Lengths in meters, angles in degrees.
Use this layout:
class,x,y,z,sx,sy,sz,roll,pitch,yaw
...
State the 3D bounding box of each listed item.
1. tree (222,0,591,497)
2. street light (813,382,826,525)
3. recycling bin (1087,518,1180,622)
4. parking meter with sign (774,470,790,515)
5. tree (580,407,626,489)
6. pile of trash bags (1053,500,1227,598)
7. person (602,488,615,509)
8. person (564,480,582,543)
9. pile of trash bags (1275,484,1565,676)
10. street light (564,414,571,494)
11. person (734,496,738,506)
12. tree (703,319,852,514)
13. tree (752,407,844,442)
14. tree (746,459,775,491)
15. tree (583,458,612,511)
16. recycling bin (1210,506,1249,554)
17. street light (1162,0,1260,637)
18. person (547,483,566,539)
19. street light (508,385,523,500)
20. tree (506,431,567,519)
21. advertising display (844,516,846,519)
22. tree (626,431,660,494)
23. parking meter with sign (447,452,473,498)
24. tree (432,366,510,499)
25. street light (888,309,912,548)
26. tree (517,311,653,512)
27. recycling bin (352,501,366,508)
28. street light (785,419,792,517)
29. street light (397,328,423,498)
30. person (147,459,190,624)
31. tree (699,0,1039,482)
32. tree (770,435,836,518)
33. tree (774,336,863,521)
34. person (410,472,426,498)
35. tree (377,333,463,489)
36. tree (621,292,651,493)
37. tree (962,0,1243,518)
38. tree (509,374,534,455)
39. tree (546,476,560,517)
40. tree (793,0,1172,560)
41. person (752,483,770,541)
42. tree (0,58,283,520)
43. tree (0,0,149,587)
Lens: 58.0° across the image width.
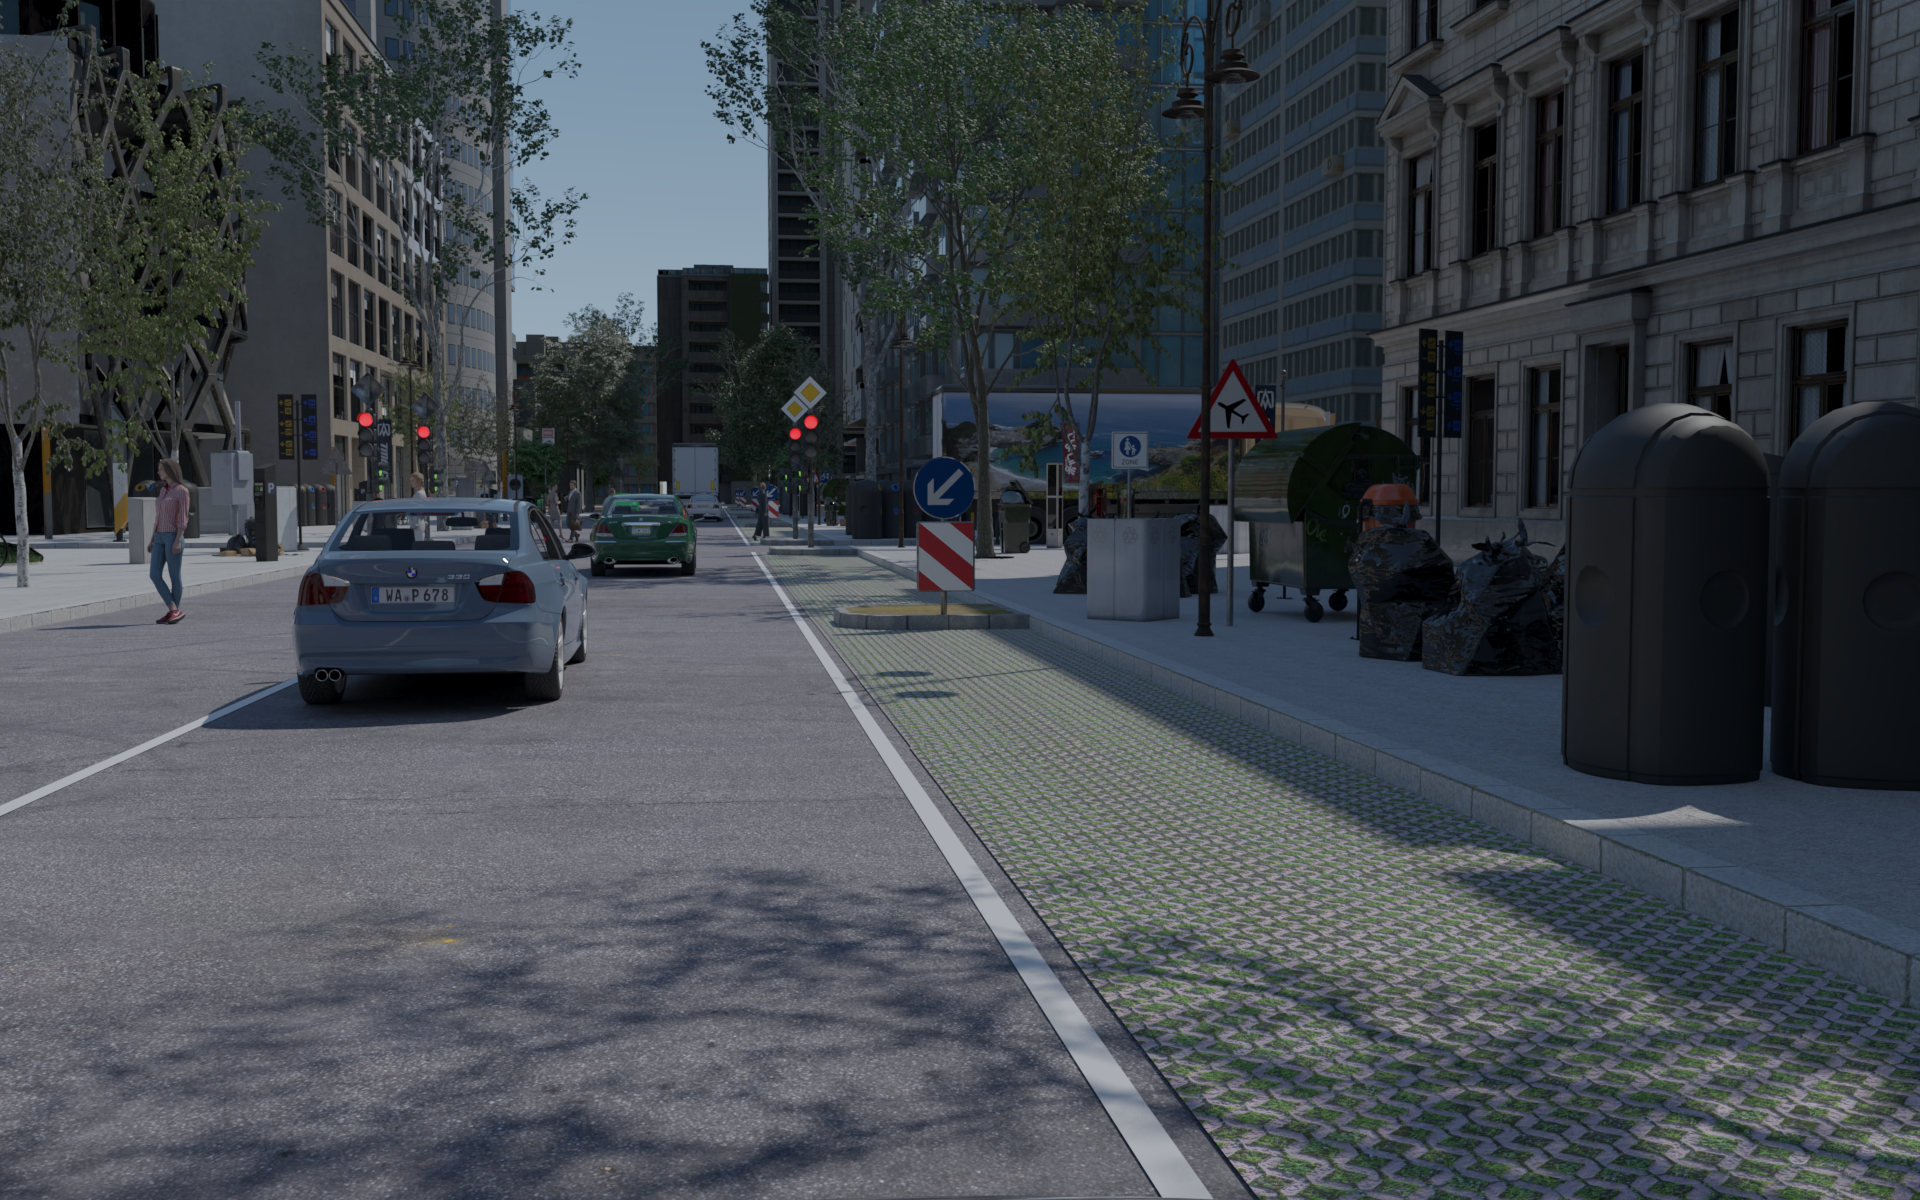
class,x,y,z,sx,sy,sz,roll,pitch,yaw
tree,-18.536,-12.346,57.749,12.611,20.169,13.585,0,3,0
street light,-5.814,-6.033,71.431,0.468,5.910,1.993,0,4,-8
recycling bin,1.788,-0.322,17.819,0.722,1.027,0.722,3,4,38
parking meter with sign,-10.602,-6.763,106.833,1.738,3.016,0.543,0,4,-3
tree,-29.722,-11.955,145.829,4.360,8.622,3.978,0,3,0
pile of trash bags,2.806,-0.748,21.987,3.447,1.369,1.912,3,5,44
person,-9.845,-2.359,48.885,0.330,1.601,0.589,-3,5,-40
person,-11.344,-2.596,50.905,0.622,1.834,0.822,2,4,26
pile of trash bags,4.013,-0.254,13.900,1.912,1.369,3.447,-1,4,-11
street light,-22.601,-7.771,99.840,0.468,5.910,1.993,0,4,-8
person,-24.744,-11.237,192.737,0.721,1.766,1.217,2,4,29
tree,-11.744,-12.040,113.862,9.611,12.733,9.660,0,3,0
tree,-12.757,-11.967,130.076,7.601,10.594,8.767,1,4,20
tree,-21.673,-14.463,186.828,4.737,8.622,4.395,0,3,0
tree,-28.097,-9.105,132.578,4.285,4.588,4.351,0,3,0
recycling bin,5.850,-1.518,37.379,0.722,1.027,0.722,3,4,37
street light,2.208,-2.612,15.490,0.468,5.910,1.993,0,4,-8
person,-12.794,-2.815,54.868,0.599,1.781,0.374,3,5,41
street light,-18.896,-6.172,73.694,0.468,5.910,1.993,0,4,-8
tree,-22.178,-6.514,90.210,4.285,4.588,4.351,0,3,0
advertising display,-5.611,-4.898,85.288,0.123,1.923,0.974,-1,4,-13
tree,-36.397,-15.124,197.635,4.737,8.622,4.395,0,3,0
parking meter with sign,-20.559,-4.630,71.969,1.738,3.016,0.543,-3,4,-37
tree,-28.056,-9.092,99.022,4.360,8.622,3.978,0,3,0
street light,-1.402,-4.188,41.264,0.468,5.910,1.993,0,4,-8
tree,-26.303,-13.198,122.434,9.857,13.997,8.962,0,3,0
recycling bin,-20.581,-2.907,60.089,0.722,1.027,0.722,3,5,40
street light,-9.525,-7.605,97.126,0.468,5.910,1.993,0,4,-8
street light,-15.297,-4.619,48.307,0.468,5.910,1.993,0,4,-8
person,-8.779,-0.652,19.175,0.555,1.821,0.388,1,4,20
tree,-1.612,-12.477,59.888,12.611,20.169,13.585,0,3,0
tree,-8.403,-6.599,91.614,4.285,4.588,4.351,0,3,0
tree,-6.784,-7.961,80.530,4.360,8.622,3.978,0,3,0
person,-8.710,-1.168,27.953,0.624,1.780,0.694,0,4,-1
tree,-24.480,-7.854,78.771,4.737,8.622,4.395,0,3,0
tree,-30.285,-18.631,160.501,12.611,20.169,13.585,0,3,0
tree,1.879,-4.557,24.866,4.737,8.622,4.395,0,3,0
tree,-28.057,-9.496,105.615,4.360,8.622,3.978,0,3,0
tree,-23.021,-6.232,96.492,1.663,3.219,1.824,0,3,0
tree,0.338,-6.634,34.226,9.928,11.665,9.643,0,3,0
person,-6.035,-2.685,52.821,0.576,1.772,0.534,2,4,32
tree,-13.460,-4.810,29.004,4.737,8.622,4.395,0,3,0
tree,-12.945,-4.464,23.351,4.360,8.622,3.978,0,3,0
